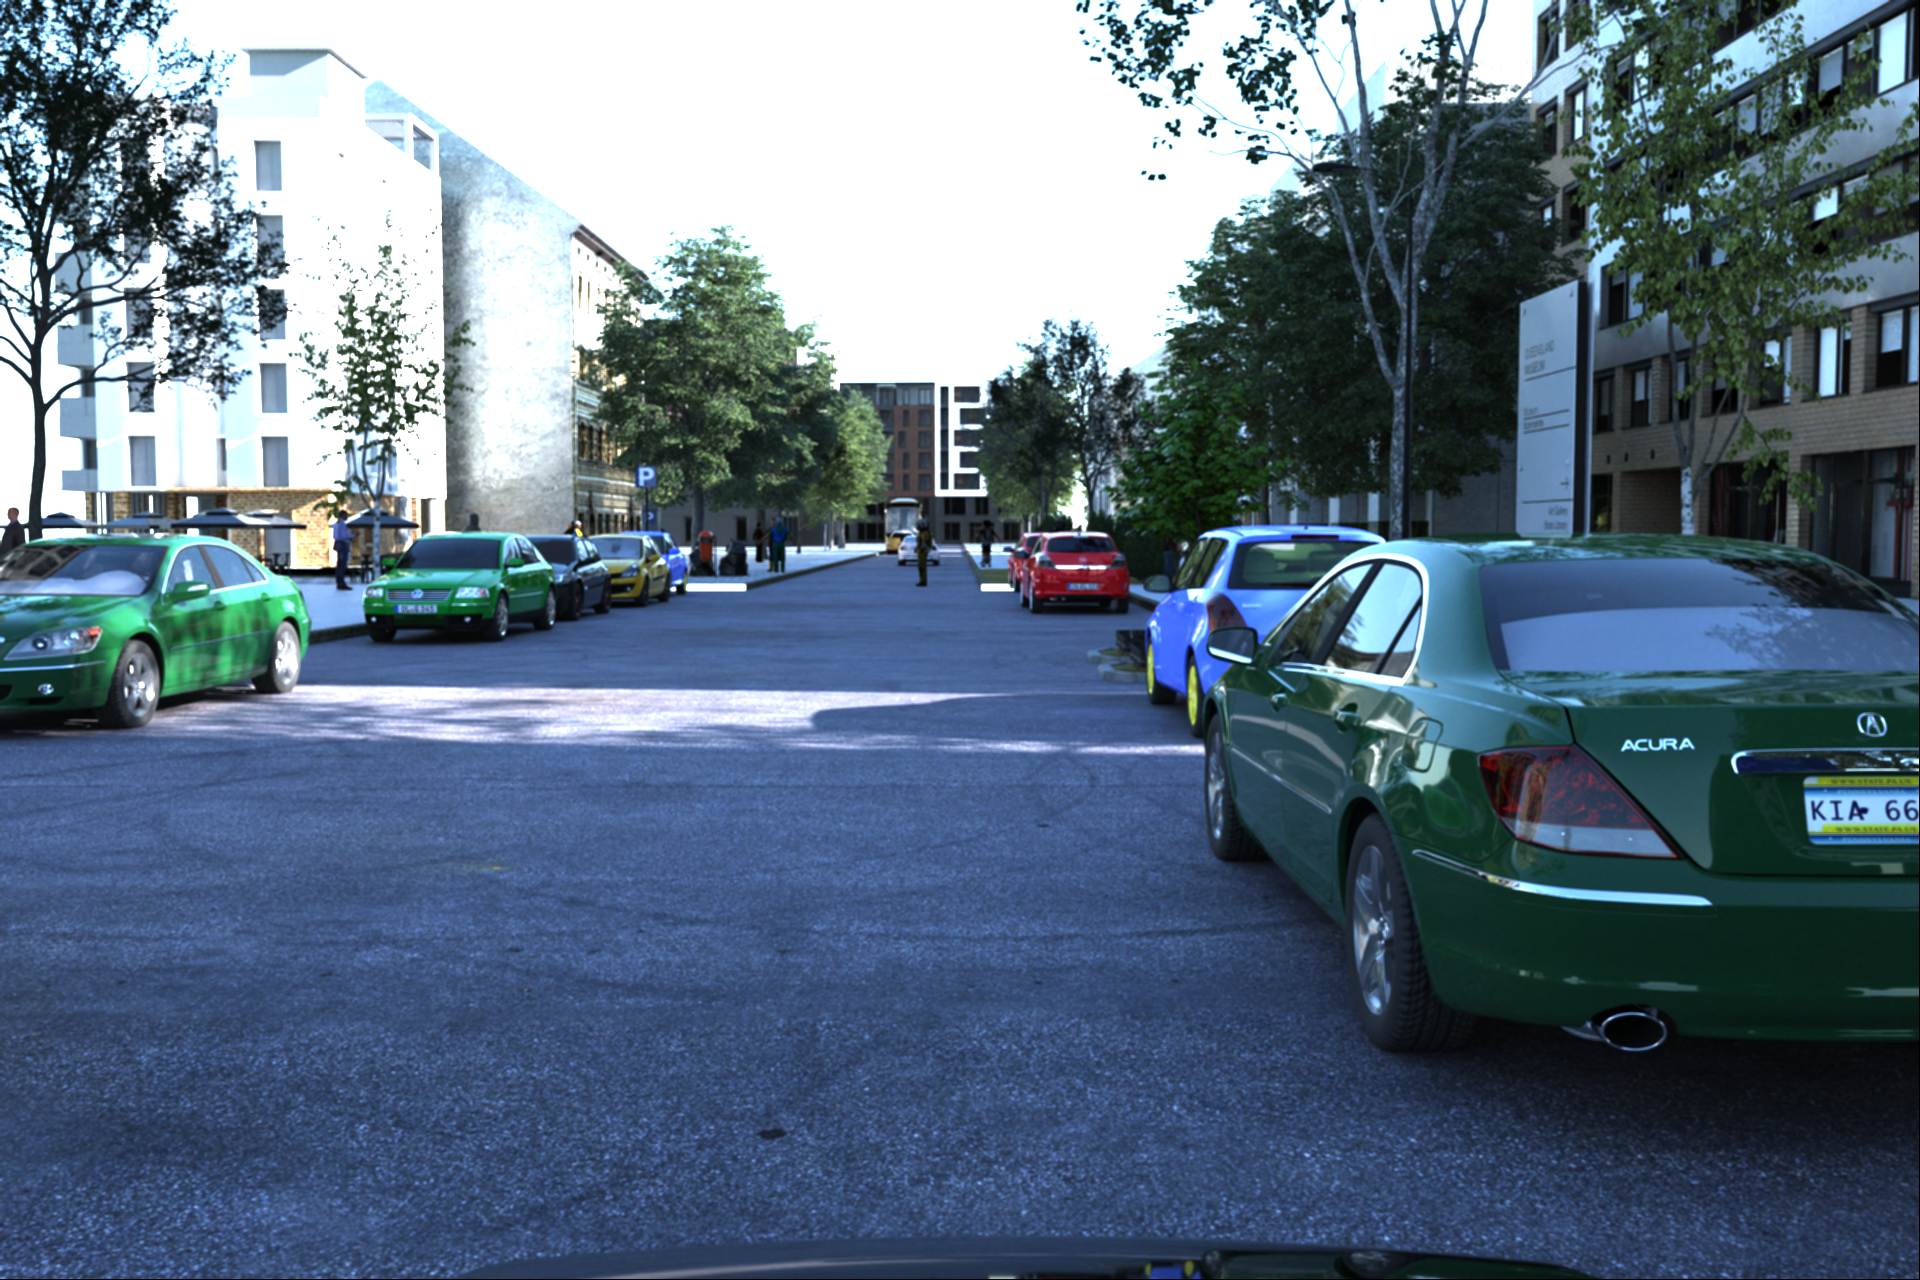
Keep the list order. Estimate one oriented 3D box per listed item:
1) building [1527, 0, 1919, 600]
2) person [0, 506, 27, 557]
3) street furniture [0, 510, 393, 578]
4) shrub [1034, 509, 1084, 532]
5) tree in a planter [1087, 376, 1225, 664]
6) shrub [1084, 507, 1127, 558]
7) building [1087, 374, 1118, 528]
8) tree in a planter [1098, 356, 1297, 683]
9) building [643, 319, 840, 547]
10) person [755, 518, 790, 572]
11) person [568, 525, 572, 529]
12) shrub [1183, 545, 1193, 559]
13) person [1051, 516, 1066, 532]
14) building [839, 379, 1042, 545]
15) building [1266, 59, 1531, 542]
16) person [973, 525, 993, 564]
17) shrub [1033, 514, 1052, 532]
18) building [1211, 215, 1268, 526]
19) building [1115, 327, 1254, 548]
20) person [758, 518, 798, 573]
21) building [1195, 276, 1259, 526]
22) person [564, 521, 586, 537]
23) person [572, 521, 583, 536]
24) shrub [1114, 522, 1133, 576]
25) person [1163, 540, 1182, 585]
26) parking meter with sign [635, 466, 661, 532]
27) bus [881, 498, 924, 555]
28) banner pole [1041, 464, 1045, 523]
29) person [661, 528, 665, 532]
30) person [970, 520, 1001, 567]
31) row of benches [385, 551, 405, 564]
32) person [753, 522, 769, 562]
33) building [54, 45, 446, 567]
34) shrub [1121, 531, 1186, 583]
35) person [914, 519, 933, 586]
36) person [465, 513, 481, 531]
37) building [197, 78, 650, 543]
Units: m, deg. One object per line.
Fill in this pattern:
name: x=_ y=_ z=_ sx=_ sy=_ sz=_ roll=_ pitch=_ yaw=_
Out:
building: x=28.332 y=-13.826 z=32.631 sx=21.656 sy=26.213 sz=47.522 roll=0 pitch=4 yaw=0
person: x=-16.329 y=-1.421 z=29.831 sx=0.990 sy=1.755 sz=0.434 roll=3 pitch=5 yaw=41
street furniture: x=-24.294 y=-3.069 z=55.205 sx=27.439 sy=1.986 sz=14.083 roll=0 pitch=4 yaw=2
shrub: x=3.039 y=-2.987 z=52.872 sx=1.661 sy=2.075 sz=1.752 roll=0 pitch=3 yaw=0
tree in a planter: x=2.460 y=-1.369 z=19.601 sx=1.991 sy=3.239 sz=1.994 roll=0 pitch=4 yaw=1
shrub: x=3.880 y=-2.674 z=48.145 sx=1.690 sy=2.028 sz=1.600 roll=0 pitch=3 yaw=0
building: x=24.300 y=-20.404 z=200.056 sx=16.747 sy=18.905 sz=31.486 roll=0 pitch=3 yaw=0
tree in a planter: x=2.409 y=-1.234 z=17.398 sx=1.991 sy=3.239 sz=1.994 roll=0 pitch=4 yaw=1
building: x=-27.660 y=-20.629 z=181.251 sx=27.936 sy=21.610 sz=32.646 roll=0 pitch=4 yaw=0
person: x=-6.348 y=-3.233 z=58.995 sx=1.346 sy=1.812 sz=0.704 roll=2 pitch=4 yaw=24
person: x=-18.896 y=-4.699 z=83.635 sx=0.721 sy=1.733 sz=1.217 roll=-1 pitch=4 yaw=-9
shrub: x=8.478 y=-3.126 z=62.231 sx=1.383 sy=1.207 sz=1.383 roll=0 pitch=3 yaw=0
person: x=2.331 y=-1.995 z=40.857 sx=1.354 sy=1.856 sz=0.705 roll=1 pitch=4 yaw=15
building: x=-4.529 y=-24.135 z=241.036 sx=32.646 sy=21.610 sz=27.936 roll=0 pitch=4 yaw=4
building: x=24.155 y=-12.652 z=73.325 sx=16.747 sy=18.905 sz=31.486 roll=0 pitch=3 yaw=0
person: x=1.046 y=-4.151 z=74.141 sx=0.705 sy=1.796 sz=1.348 roll=3 pitch=4 yaw=36
shrub: x=3.109 y=-3.402 z=60.045 sx=1.690 sy=2.028 sz=1.600 roll=0 pitch=3 yaw=0
building: x=20.252 y=-15.141 z=103.970 sx=16.016 sy=20.090 sz=11.380 roll=0 pitch=4 yaw=0
building: x=25.182 y=-20.613 z=167.956 sx=19.493 sy=23.208 sz=18.063 roll=0 pitch=3 yaw=0
person: x=-5.994 y=-3.128 z=57.272 sx=1.347 sy=1.817 sz=0.704 roll=-1 pitch=4 yaw=-17
building: x=22.501 y=-16.579 z=127.491 sx=16.016 sy=20.090 sz=11.380 roll=0 pitch=4 yaw=0
person: x=-15.537 y=-3.877 z=69.615 sx=1.346 sy=1.802 sz=0.704 roll=-1 pitch=4 yaw=-21
person: x=-14.468 y=-3.639 z=65.968 sx=0.721 sy=1.772 sz=1.216 roll=1 pitch=4 yaw=14
shrub: x=5.154 y=-2.963 z=52.481 sx=1.661 sy=2.075 sz=1.752 roll=0 pitch=3 yaw=0
person: x=4.834 y=-2.049 z=39.713 sx=0.705 sy=1.803 sz=1.348 roll=0 pitch=4 yaw=-6
parking meter with sign: x=-8.055 y=-3.001 z=45.327 sx=0.543 sy=3.016 sz=1.738 roll=0 pitch=4 yaw=-1
bus: x=-3.912 y=-8.057 z=123.280 sx=2.896 sy=3.916 sz=12.252 roll=0 pitch=4 yaw=0
banner pole: x=2.969 y=-4.402 z=61.991 sx=0.401 sy=3.779 sz=0.863 roll=0 pitch=3 yaw=0
person: x=-8.706 y=-2.612 z=49.433 sx=1.216 sy=1.740 sz=0.721 roll=-2 pitch=4 yaw=-35
person: x=1.024 y=-3.743 z=67.341 sx=1.345 sy=1.843 sz=0.704 roll=-2 pitch=4 yaw=-24
row of benches: x=-18.985 y=-2.949 z=63.678 sx=4.104 sy=0.672 sz=1.422 roll=0 pitch=4 yaw=-2
person: x=-9.098 y=-4.437 z=78.727 sx=0.705 sy=1.806 sz=1.347 roll=-3 pitch=4 yaw=-37
building: x=-29.278 y=-12.973 z=68.522 sx=16.016 sy=20.090 sz=11.380 roll=0 pitch=4 yaw=0
shrub: x=5.036 y=-2.483 z=45.014 sx=1.690 sy=2.028 sz=1.600 roll=0 pitch=3 yaw=0
person: x=-1.061 y=-2.409 z=47.605 sx=0.705 sy=1.858 sz=1.354 roll=-1 pitch=4 yaw=-9
person: x=-12.370 y=-2.330 z=44.228 sx=1.348 sy=1.813 sz=0.705 roll=3 pitch=5 yaw=42
building: x=-27.982 y=-16.036 z=93.110 sx=19.493 sy=23.208 sz=18.063 roll=0 pitch=4 yaw=0
